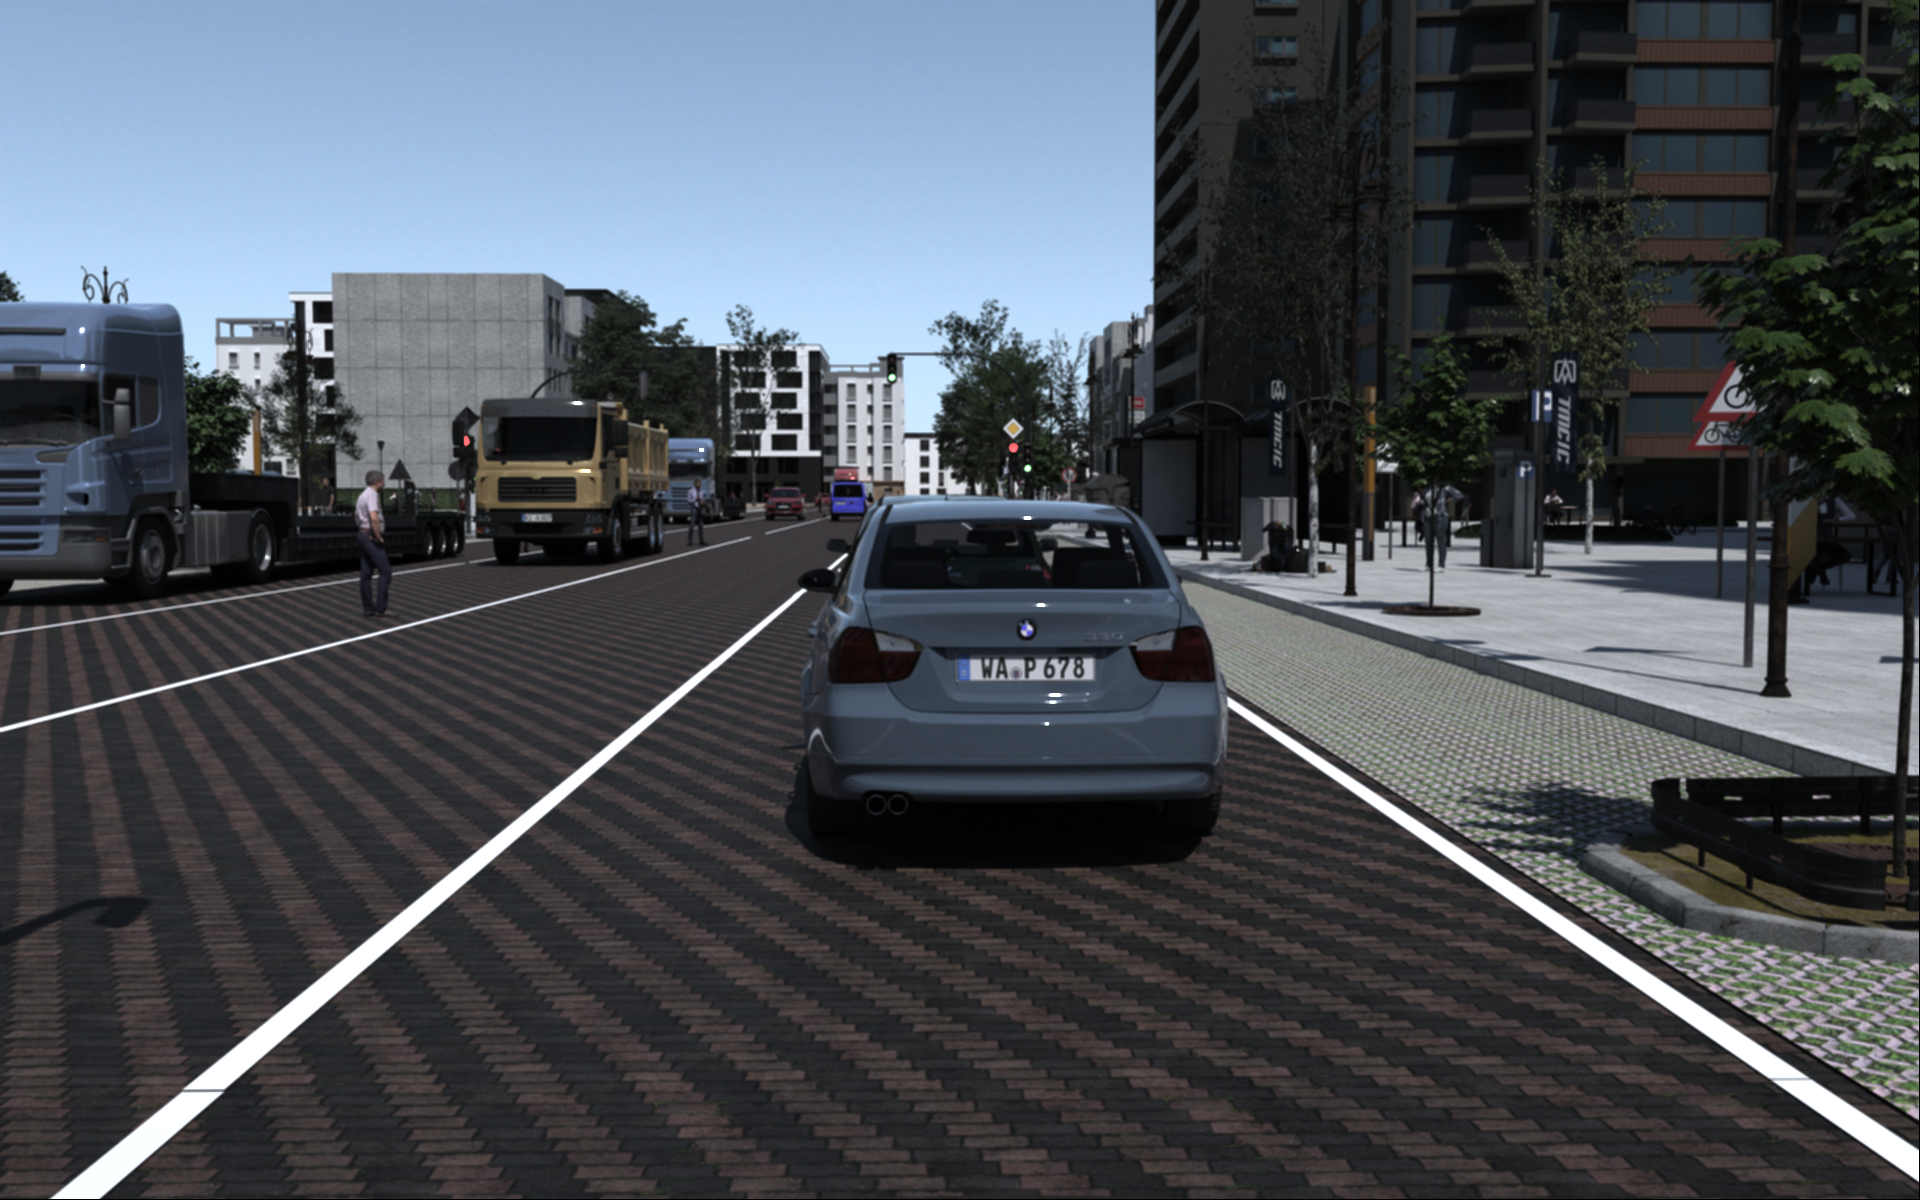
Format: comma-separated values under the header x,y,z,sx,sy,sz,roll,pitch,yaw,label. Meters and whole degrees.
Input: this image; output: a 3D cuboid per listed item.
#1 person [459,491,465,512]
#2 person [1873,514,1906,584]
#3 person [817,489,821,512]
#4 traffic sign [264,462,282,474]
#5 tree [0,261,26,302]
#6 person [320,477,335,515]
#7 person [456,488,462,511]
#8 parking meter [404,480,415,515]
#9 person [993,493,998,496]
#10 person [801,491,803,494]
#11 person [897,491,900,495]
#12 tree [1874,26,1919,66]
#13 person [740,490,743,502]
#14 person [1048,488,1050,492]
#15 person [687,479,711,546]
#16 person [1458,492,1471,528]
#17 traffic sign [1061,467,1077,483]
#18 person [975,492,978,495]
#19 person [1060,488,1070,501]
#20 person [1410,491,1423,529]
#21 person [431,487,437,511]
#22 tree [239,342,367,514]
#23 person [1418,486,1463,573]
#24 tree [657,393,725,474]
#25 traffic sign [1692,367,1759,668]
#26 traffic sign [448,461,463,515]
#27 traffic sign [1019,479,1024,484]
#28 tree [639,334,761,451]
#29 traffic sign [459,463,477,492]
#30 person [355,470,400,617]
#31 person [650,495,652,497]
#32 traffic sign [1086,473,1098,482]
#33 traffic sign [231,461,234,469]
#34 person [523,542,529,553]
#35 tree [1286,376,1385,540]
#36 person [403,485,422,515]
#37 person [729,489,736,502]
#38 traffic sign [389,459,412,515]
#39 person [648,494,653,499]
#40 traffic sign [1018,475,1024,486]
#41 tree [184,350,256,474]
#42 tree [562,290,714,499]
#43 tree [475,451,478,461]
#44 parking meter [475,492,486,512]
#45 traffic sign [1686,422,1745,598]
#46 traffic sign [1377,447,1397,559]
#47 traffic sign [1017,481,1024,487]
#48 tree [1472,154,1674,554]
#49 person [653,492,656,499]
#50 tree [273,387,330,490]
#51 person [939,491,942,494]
x,y,z,sx,sy,sz,roll,pitch,yaw,label
-34.847,-6.906,121.420,0.523,1.526,0.387,1,4,14,person
13.202,-1.005,24.687,0.471,1.553,0.569,0,4,7,person
-11.438,-8.089,140.771,0.705,1.823,1.348,0,4,-2,person
-21.635,-3.206,54.550,0.606,2.300,0.079,0,4,8,traffic sign
-46.054,-9.971,80.033,9.611,12.733,9.660,0,3,0,tree
-19.933,-2.954,54.467,0.434,1.807,0.598,-3,4,-37,person
-38.211,-7.684,132.360,0.565,1.739,0.600,3,5,40,person
-22.801,-4.041,71.784,0.399,1.863,0.255,-2,4,-30,parking meter
3.672,-10.151,172.735,1.217,1.743,0.721,1,4,21,person
-19.406,-12.471,212.032,0.705,1.869,1.348,-1,4,-12,person
-7.447,-12.213,208.194,0.705,1.823,1.348,1,4,20,person
12.398,-4.207,19.147,4.737,8.622,4.395,0,3,0,tree
-25.933,-12.209,206.372,0.721,1.735,1.217,0,4,0,person
7.477,-8.530,145.639,0.705,1.807,1.348,-1,4,-13,person
-7.237,-2.427,48.045,0.709,1.838,0.599,-3,5,-42,person
18.924,-3.367,64.995,0.340,1.345,0.435,3,4,39,person
5.178,-5.017,82.139,0.768,2.556,0.104,0,4,5,traffic sign
1.645,-11.250,190.699,1.217,1.735,0.721,-1,4,-23,person
4.480,-3.981,73.596,0.523,1.526,0.387,3,4,39,person
14.543,-2.856,54.705,0.963,1.587,0.435,-1,4,-21,person
-38.932,-7.463,128.190,0.434,1.807,0.598,1,4,21,person
-40.325,-10.561,107.091,7.601,10.594,8.767,0,4,6,tree
7.825,-1.325,28.436,0.376,1.734,0.841,-2,4,-27,person
-19.422,-10.421,120.750,4.737,8.622,4.395,0,3,0,tree
5.831,-0.779,12.742,0.884,2.594,0.081,1,4,8,traffic sign
-19.266,-4.059,66.478,0.768,2.556,0.104,0,4,4,traffic sign
3.507,-5.549,90.728,0.884,2.594,0.081,0,4,4,traffic sign
-20.283,-13.604,132.793,12.009,13.543,11.850,0,3,0,tree
-18.578,-3.998,65.474,0.768,2.556,0.104,0,4,4,traffic sign
-6.852,-0.667,20.340,0.436,1.711,0.756,-2,4,-25,person
-33.712,-11.377,191.989,1.348,1.831,0.705,1,4,16,person
6.264,-4.894,82.141,0.606,2.300,0.079,0,4,3,traffic sign
-22.549,-3.232,52.947,0.768,2.556,0.104,0,4,4,traffic sign
-10.651,-1.897,42.206,0.574,1.496,0.600,2,4,25,person
10.751,-3.963,48.515,4.285,4.588,4.351,0,3,0,tree
-25.870,-4.599,81.955,0.841,1.734,0.376,0,4,-2,person
-22.553,-10.083,171.582,0.721,1.739,1.217,-3,5,-41,person
-20.743,-3.923,64.153,0.884,2.594,0.081,0,4,6,traffic sign
-36.789,-12.138,205.209,0.721,1.735,1.217,3,5,43,person
3.962,-6.505,106.457,0.768,2.556,0.104,0,4,3,traffic sign
-17.593,-3.389,39.130,4.285,4.588,4.351,0,3,0,tree
-20.029,-12.286,107.531,9.857,13.997,8.962,0,3,0,tree
-18.905,-5.511,73.825,4.285,4.588,4.351,0,3,0,tree
-18.904,-3.662,68.292,0.372,1.533,0.369,0,3,0,parking meter
9.372,-1.304,21.322,0.884,2.594,0.081,0,4,6,traffic sign
8.457,-1.948,33.987,0.606,2.300,0.079,0,4,1,traffic sign
4.553,-7.812,127.830,0.768,2.556,0.104,0,4,5,traffic sign
13.248,-5.291,36.871,4.737,8.622,4.395,0,3,0,tree
-28.190,-9.407,160.522,0.621,1.740,0.551,1,4,9,person
-43.275,-10.009,114.005,4.737,8.622,4.395,0,3,0,tree
-2.347,-12.256,209.023,1.348,1.807,0.705,2,4,29,person
